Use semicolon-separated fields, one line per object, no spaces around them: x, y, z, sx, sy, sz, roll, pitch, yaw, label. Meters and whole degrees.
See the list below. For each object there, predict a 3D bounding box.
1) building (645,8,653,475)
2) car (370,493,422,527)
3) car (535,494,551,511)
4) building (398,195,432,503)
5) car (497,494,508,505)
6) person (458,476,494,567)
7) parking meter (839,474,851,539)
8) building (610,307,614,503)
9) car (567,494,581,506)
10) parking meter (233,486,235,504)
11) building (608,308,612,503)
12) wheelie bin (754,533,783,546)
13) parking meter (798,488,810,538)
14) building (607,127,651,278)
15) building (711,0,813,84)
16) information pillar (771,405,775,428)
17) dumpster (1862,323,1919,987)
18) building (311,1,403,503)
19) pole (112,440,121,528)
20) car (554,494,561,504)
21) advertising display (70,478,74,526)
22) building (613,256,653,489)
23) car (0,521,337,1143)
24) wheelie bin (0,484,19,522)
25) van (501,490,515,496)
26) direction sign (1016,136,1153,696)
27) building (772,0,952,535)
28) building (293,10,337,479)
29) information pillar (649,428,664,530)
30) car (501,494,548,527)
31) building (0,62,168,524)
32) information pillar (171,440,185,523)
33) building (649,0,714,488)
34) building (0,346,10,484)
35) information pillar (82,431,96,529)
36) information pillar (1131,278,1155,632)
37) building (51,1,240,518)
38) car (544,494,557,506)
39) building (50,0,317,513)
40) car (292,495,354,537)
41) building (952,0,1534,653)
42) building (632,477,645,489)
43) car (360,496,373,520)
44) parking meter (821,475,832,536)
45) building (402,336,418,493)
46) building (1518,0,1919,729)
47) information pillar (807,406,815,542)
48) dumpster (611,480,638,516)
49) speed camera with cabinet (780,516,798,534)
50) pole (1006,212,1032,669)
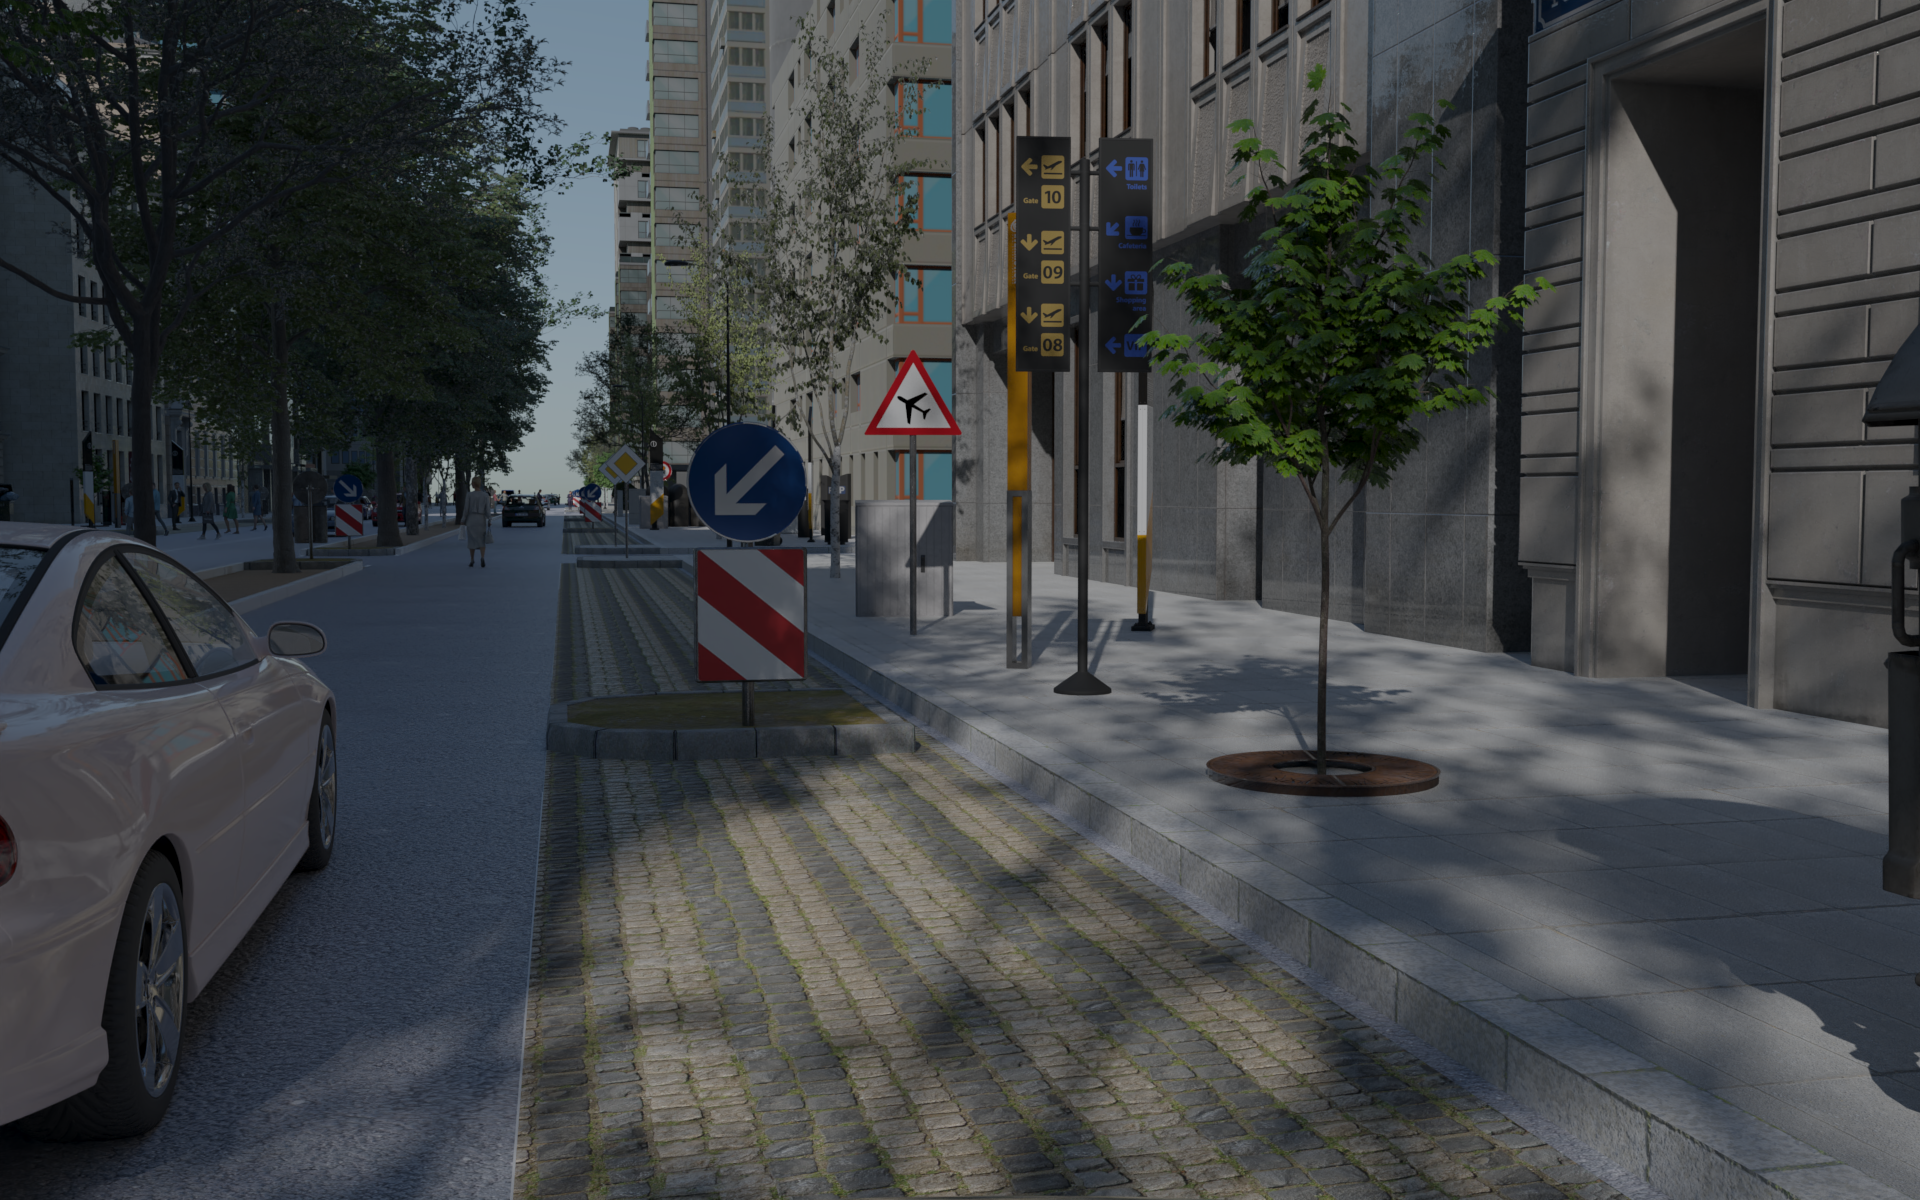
-15.716;-32.524;151.368;23.786;49.044;30.456;-1;4;-13;building
-25.256;-4.201;77.722;2.155;1.783;4.494;-1;4;-11;car
-36.879;-8.557;151.913;2.014;1.417;4.499;-1;4;-12;car
-85.923;-37.018;255.346;14.600;45.320;14.200;-1;4;-13;building
-56.063;-12.360;211.877;2.009;1.686;4.222;-1;4;-14;car
-9.488;-1.532;33.906;0.694;1.780;0.624;-1;4;-11;person
-3.320;-2.671;49.388;0.399;1.863;0.255;2;4;24;parking meter
-37.822;-27.791;226.091;14.160;30.474;14.107;-1;4;-13;building
-47.883;-12.566;215.243;2.009;1.686;4.222;-1;4;-11;car
-43.280;-5.944;102.889;0.255;1.863;0.399;3;5;43;parking meter
-46.929;-30.297;267.057;14.160;30.474;14.107;-1;4;-13;building
-4.807;-2.140;42.904;0.693;1.594;0.980;1;4;17;wheelie bin
-4.597;-2.606;51.024;0.372;1.533;0.369;0;3;0;parking meter
-35.244;-40.269;247.640;28.713;52.752;27.495;-1;4;-13;building
-2.577;-25.453;108.039;32.217;40.220;23.993;-1;4;-13;building
-4.923;-3.325;45.724;0.183;3.616;0.504;-1;4;-11;information pillar
2.695;0.172;2.939;1.264;1.857;1.865;-1;4;-13;dumpster
-78.920;-40.589;205.628;21.231;58.520;28.212;-1;4;-13;building
-31.809;-4.372;65.326;0.158;3.312;0.155;0;3;0;pole
-55.377;-13.686;235.570;2.131;1.459;4.920;-1;4;-14;car
-35.459;-3.912;69.172;0.123;1.923;0.974;-2;4;-27;advertising display
-34.641;-26.952;212.373;14.160;30.474;14.107;-1;4;-13;building
-2.999;0.450;5.013;2.083;1.381;4.827;-1;4;-13;car
-29.117;-2.735;52.620;0.980;1.594;0.693;-1;4;-17;wheelie bin
-62.716;-14.435;240.399;2.240;2.365;5.245;-1;4;-11;van
0.792;-1.168;11.094;0.876;3.537;0.379;0;4;-6;direction sign
9.217;-13.349;63.298;28.899;21.520;27.650;-1;4;-13;building
-67.745;-30.429;152.138;22.147;44.769;28.867;-1;4;-13;building
-10.811;-4.300;61.657;0.504;3.616;0.183;-1;4;-10;information pillar
-19.105;-4.044;75.905;2.009;1.686;4.222;-1;4;-11;car
-44.832;-13.841;81.055;10.420;20.320;16.860;-1;4;-13;building
-34.186;-5.160;75.724;0.504;3.616;0.183;0;4;-5;information pillar
-15.927;-27.227;128.763;14.154;41.232;14.086;-1;4;-13;building
-41.502;-14.411;54.707;14.460;24.649;34.723;-1;4;-13;building
-32.204;-4.442;63.989;0.183;3.616;0.504;0;4;7;information pillar
1.747;-1.527;16.314;0.183;3.616;0.504;1;4;13;information pillar
-50.079;-19.169;99.322;13.634;28.700;20.117;-1;4;-13;building
-51.583;-12.566;217.249;2.131;1.459;4.920;-1;4;-15;car
-60.006;-30.813;123.401;23.786;49.044;30.456;-1;4;-13;building
-21.681;-2.895;59.328;2.014;1.417;4.499;-1;4;-11;car
7.901;-12.611;24.220;12.078;24.808;19.932;-1;4;-13;building
-17.613;-29.833;179.657;32.217;40.220;23.993;-1;4;-13;building
-33.464;-5.079;95.616;1.945;1.354;3.894;-1;4;-13;car
-4.112;-2.928;53.578;0.255;1.863;0.399;2;4;29;parking meter
-79.579;-27.921;228.216;14.160;30.474;14.107;-1;4;-13;building
11.252;-10.258;3.870;11.583;22.565;21.152;-1;4;-13;building
-3.963;-3.338;45.926;0.183;3.616;0.504;0;3;0;information pillar
-19.415;-5.978;100.230;1.502;2.255;1.985;-1;4;-13;dumpster
-5.721;-3.815;56.707;0.660;3.252;2.038;-1;4;-14;speed camera with cabinet
0.436;-1.153;12.687;0.158;3.312;0.155;0;3;0;pole
